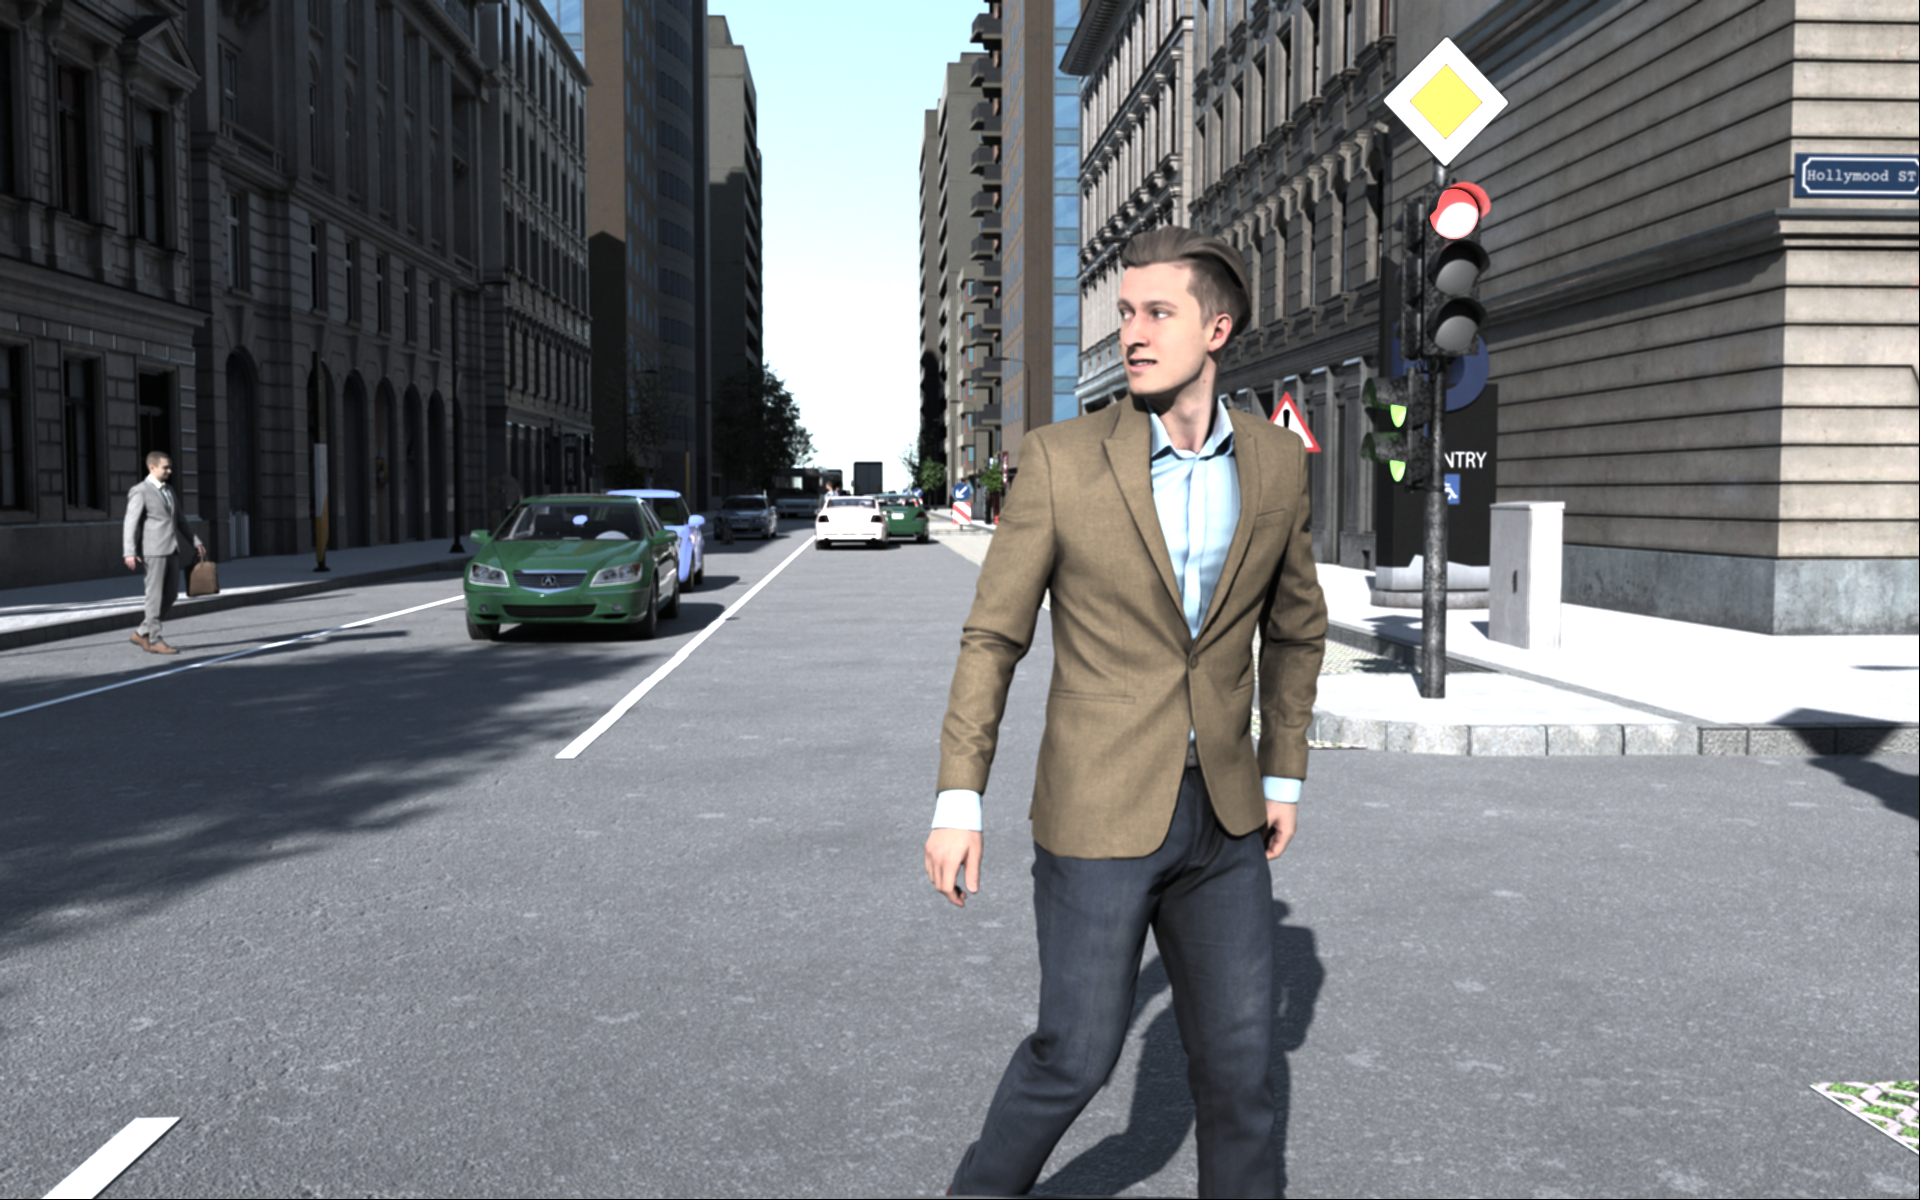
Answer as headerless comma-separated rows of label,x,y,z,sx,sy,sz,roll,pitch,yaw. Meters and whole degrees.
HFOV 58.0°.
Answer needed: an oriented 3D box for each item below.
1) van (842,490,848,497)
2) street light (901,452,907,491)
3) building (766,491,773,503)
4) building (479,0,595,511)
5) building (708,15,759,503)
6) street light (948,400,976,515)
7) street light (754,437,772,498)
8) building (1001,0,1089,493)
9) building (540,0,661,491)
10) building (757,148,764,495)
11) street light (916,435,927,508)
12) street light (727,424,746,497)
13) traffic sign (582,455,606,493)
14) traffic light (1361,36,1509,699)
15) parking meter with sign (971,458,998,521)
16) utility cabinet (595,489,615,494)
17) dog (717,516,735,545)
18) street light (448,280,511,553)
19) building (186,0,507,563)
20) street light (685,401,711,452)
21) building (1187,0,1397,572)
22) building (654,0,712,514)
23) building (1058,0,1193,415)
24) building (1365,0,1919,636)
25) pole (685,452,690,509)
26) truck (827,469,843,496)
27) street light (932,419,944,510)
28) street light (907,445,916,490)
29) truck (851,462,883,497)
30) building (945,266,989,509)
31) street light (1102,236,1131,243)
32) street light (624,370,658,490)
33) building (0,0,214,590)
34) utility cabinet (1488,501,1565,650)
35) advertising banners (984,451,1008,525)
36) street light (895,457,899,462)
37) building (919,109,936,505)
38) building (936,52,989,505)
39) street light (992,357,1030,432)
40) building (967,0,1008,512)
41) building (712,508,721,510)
van,-16.255,-14.226,236.985,2.240,2.365,5.245,0,4,-2
street light,-5.566,-13.332,190.517,1.470,5.913,1.316,0,4,-3
building,-39.755,-32.145,217.453,32.217,40.220,23.993,0,4,-3
building,-19.762,-13.142,64.014,9.793,20.994,18.267,0,4,-3
building,-32.311,-34.020,179.927,21.300,48.544,21.600,0,4,-3
street light,0.198,-6.935,85.920,1.470,5.913,1.316,0,4,-3
street light,-16.307,-10.373,142.139,1.470,5.913,1.316,0,4,-3
building,9.738,-27.202,94.865,14.600,45.320,14.200,0,4,-3
building,-23.708,-26.974,91.132,14.600,45.320,14.200,0,4,-3
building,-29.971,-31.486,198.397,14.154,41.232,14.086,0,4,-3
street light,-2.455,-9.949,135.206,1.470,5.913,1.316,0,4,-3
street light,-14.854,-8.701,114.801,1.470,5.913,1.316,0,4,-3
traffic sign,-11.770,-3.402,55.731,0.768,2.556,0.104,0,4,3
traffic light,2.965,-1.339,10.811,0.839,4.253,0.868,0,4,-3
parking meter with sign,1.140,-5.374,84.132,0.543,3.016,1.738,-2,4,-33
utility cabinet,-14.731,-3.868,71.919,0.318,1.500,1.173,1,4,18
dog,-6.609,-1.952,48.760,0.513,0.831,0.800,0,4,-6
street light,-10.440,-3.984,37.675,1.470,5.913,1.316,0,4,-3
building,-20.214,-12.278,42.551,13.314,21.916,24.055,0,4,-3
street light,-13.113,-6.968,86.468,1.470,5.913,1.316,0,4,-3
building,11.056,-11.441,36.204,9.793,20.994,18.267,0,4,-3
building,-28.070,-34.868,112.084,21.231,58.520,28.212,0,4,-3
building,9.145,-13.133,65.634,10.553,20.767,40.483,0,4,-3
building,23.976,-12.349,20.986,34.723,24.649,14.460,0,4,-3
pole,-13.181,-5.503,83.815,0.158,3.312,0.155,0,3,0
truck,-14.758,-12.821,198.544,2.839,4.237,11.283,0,4,-3
street light,-0.959,-8.254,107.501,1.470,5.913,1.316,0,4,-3
street light,-4.018,-11.610,162.361,1.470,5.913,1.316,0,4,-3
truck,-8.272,-10.142,154.731,2.839,4.237,11.283,0,4,-4
building,13.235,-18.447,146.644,27.650,21.520,28.899,0,4,-3
street light,3.244,-3.597,31.353,1.470,5.913,1.316,0,4,-3
street light,-11.986,-5.645,64.832,1.470,5.913,1.316,0,4,-3
building,-17.372,-9.536,20.549,10.561,19.102,19.286,0,4,-3
utility cabinet,4.786,-0.217,14.702,0.306,1.237,1.020,0,4,-1
advertising banners,1.517,-4.624,71.792,0.090,3.025,2.074,-2,4,-26
street light,-7.066,-15.002,217.815,1.470,5.913,1.316,0,4,-3
building,6.063,-35.819,209.345,21.300,48.544,21.600,0,4,-3
building,8.748,-34.508,187.901,21.300,48.544,21.600,0,4,-3
street light,1.789,-5.274,58.766,1.470,5.913,1.316,0,4,-3
building,12.027,-28.251,116.536,22.147,44.769,28.867,0,4,-3
building,-35.840,-27.304,138.305,32.217,40.220,23.993,0,4,-3
